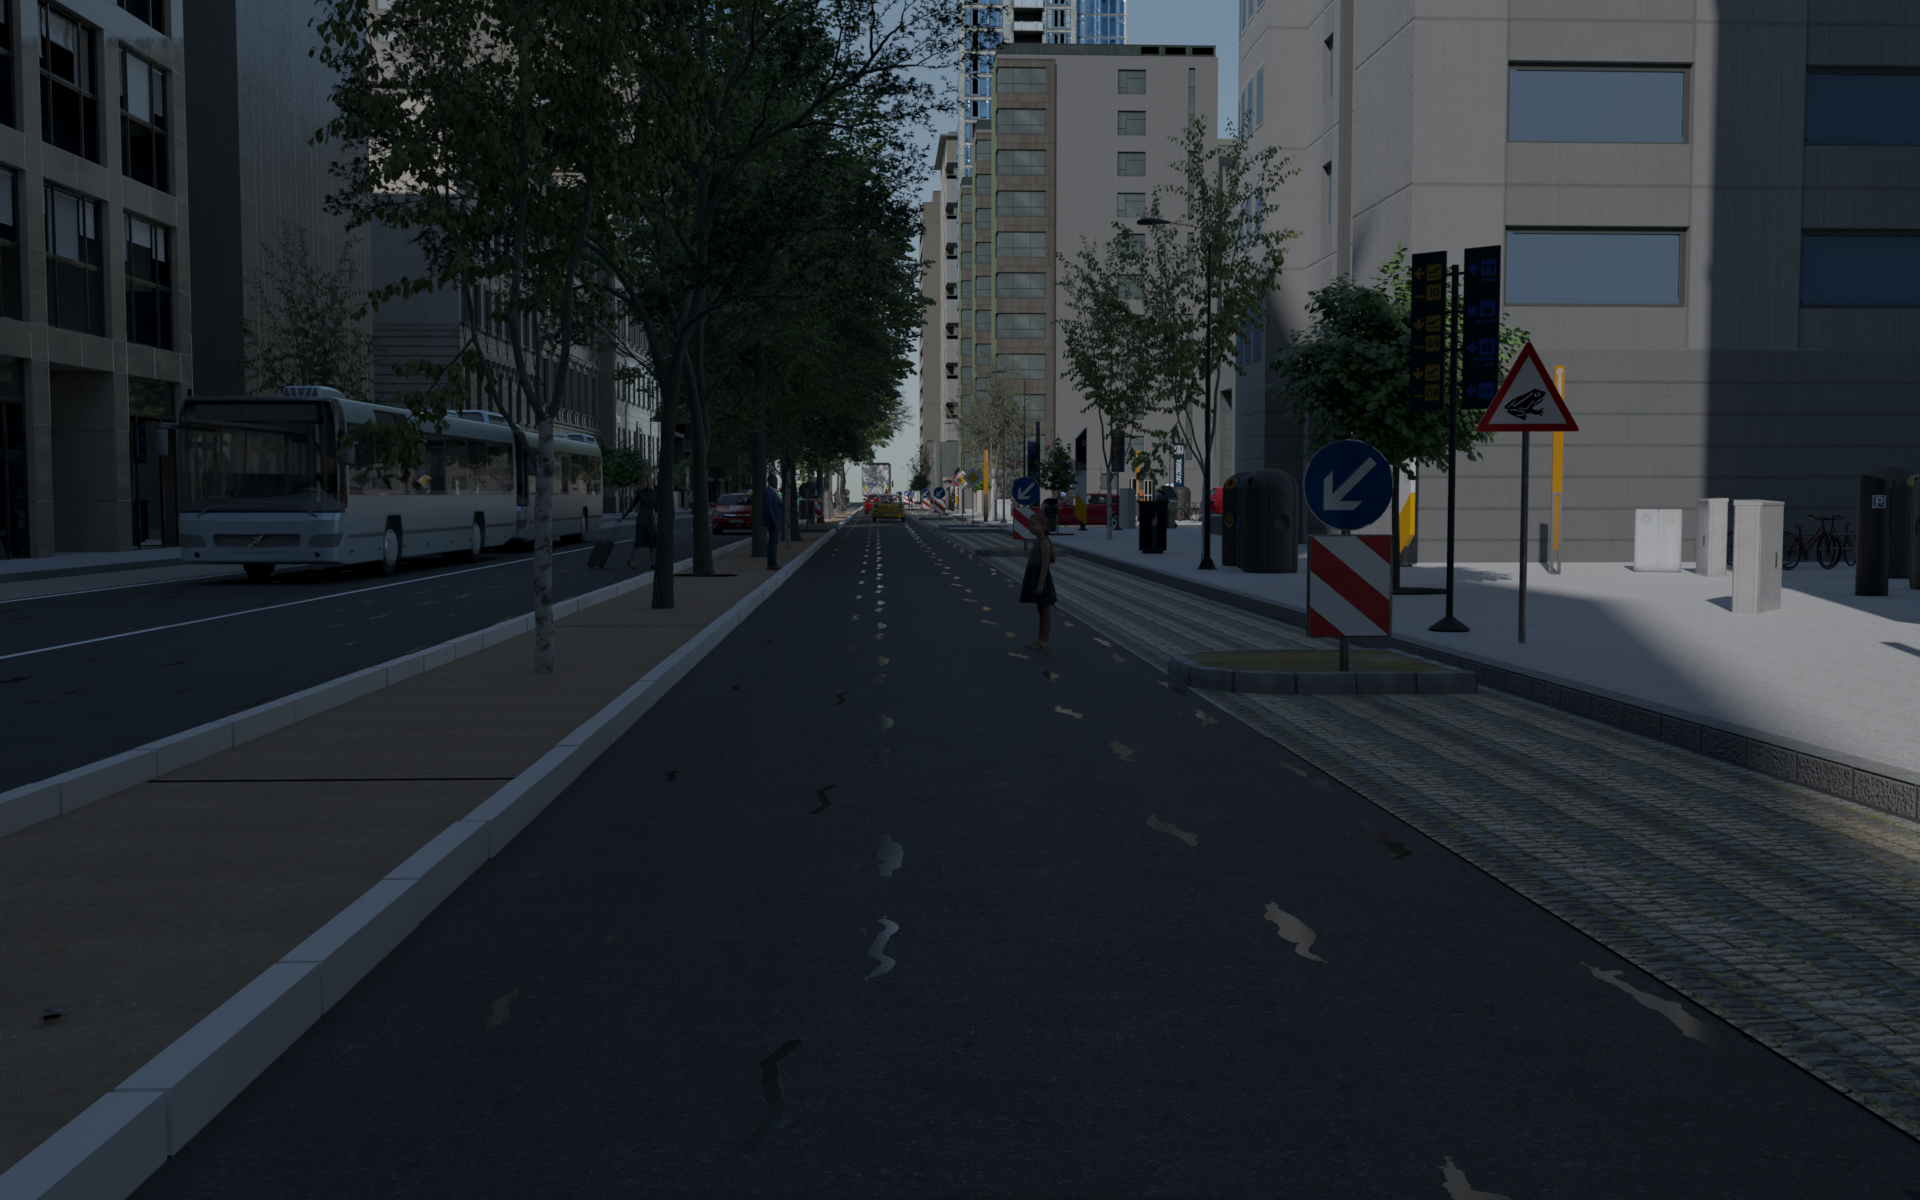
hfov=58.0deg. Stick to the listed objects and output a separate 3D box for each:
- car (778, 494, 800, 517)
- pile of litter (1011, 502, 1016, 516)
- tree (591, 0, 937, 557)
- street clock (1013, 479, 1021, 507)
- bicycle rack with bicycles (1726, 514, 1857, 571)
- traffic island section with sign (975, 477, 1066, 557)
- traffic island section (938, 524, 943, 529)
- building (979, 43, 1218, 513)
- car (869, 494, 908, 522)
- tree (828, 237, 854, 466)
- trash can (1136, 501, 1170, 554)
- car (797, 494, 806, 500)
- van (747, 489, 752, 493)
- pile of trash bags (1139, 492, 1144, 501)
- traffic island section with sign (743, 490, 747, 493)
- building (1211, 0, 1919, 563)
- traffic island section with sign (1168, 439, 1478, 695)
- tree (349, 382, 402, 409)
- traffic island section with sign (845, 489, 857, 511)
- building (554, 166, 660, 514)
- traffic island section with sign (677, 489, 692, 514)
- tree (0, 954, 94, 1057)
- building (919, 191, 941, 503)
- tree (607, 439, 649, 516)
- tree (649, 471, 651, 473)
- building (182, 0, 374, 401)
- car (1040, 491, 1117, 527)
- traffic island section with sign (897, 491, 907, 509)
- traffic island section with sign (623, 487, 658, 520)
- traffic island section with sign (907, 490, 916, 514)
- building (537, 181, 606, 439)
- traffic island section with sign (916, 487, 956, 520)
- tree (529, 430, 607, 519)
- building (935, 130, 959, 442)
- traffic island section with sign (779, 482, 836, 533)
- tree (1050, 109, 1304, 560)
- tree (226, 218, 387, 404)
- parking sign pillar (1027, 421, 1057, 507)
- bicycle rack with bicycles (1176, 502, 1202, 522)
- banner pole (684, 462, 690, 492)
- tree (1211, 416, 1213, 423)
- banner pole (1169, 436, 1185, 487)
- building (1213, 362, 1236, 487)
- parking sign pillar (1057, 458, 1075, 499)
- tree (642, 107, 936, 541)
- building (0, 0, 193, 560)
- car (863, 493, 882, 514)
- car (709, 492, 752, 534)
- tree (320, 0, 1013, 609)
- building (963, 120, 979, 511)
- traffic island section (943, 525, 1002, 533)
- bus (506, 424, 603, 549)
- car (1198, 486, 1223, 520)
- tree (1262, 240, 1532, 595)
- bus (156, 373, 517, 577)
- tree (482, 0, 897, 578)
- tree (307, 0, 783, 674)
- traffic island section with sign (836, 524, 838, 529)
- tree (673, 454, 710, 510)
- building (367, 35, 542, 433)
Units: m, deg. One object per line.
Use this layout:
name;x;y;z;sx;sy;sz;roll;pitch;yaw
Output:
car;-10.990;-6.148;109.322;1.959;1.807;4.718;0;4;-4
pile of litter;3.269;-5.261;99.987;1.176;0.858;1.719;0;4;5
tree;-4.409;-7.212;38.495;7.486;12.596;7.792;0;3;0
street clock;2.761;-4.734;81.976;0.358;2.002;0.471;-3;5;-41
bicycle rack with bicycles;14.627;-1.041;30.398;2.925;0.926;2.852;-1;4;-19
traffic island section with sign;1.363;-1.933;40.236;1.989;1.847;2.006;0;4;-3
traffic island section;0.124;-3.096;72.905;2.009;0.180;2.903;0;4;-3
building;8.956;-21.006;115.155;14.160;30.474;14.107;0;4;-3
car;-3.708;-4.876;89.942;2.015;1.641;3.980;0;4;-3
tree;-4.526;-5.634;44.932;4.737;8.622;4.395;0;3;0
trash can;4.171;-1.577;37.441;0.748;1.137;0.748;0;3;0
car;-18.998;-11.748;203.882;2.131;1.459;4.920;0;4;-3
van;-16.597;-8.170;140.582;2.013;2.044;4.112;0;4;-1
pile of trash bags;8.823;-5.252;95.622;3.447;1.369;1.912;3;5;44
traffic island section with sign;-21.152;-9.954;171.380;1.989;1.847;2.006;0;4;-3
building;18.138;-30.764;44.992;21.231;58.520;28.212;0;4;-3
traffic island section with sign;2.653;-0.282;13.234;1.989;1.847;2.006;0;4;-3
tree;-17.537;-4.095;50.670;4.285;4.588;4.351;0;3;0
traffic island section with sign;-9.709;-8.513;147.320;2.006;1.907;1.989;0;4;-3
building;-28.737;-20.010;124.425;12.463;27.353;25.104;0;4;-3
traffic island section with sign;-18.785;-6.917;121.723;1.989;1.847;2.006;0;4;-3
tree;-3.044;-5.598;4.352;12.009;13.543;11.850;0;3;0
building;4.529;-39.642;271.851;21.300;48.544;21.600;0;4;-3
tree;-19.330;-6.523;90.364;4.285;4.588;4.351;0;3;0
tree;-20.003;-7.269;102.559;4.285;4.588;4.351;0;3;0
building;-35.232;-14.387;54.287;30.058;24.678;14.314;0;4;-3
car;4.731;-3.642;68.579;4.494;1.783;2.155;0;4;-2
traffic island section with sign;-4.953;-9.990;171.970;1.989;1.847;2.006;0;4;-3
traffic island section with sign;-17.490;-5.270;94.799;1.989;1.847;2.006;0;4;-3
traffic island section with sign;-2.551;-6.930;121.930;1.989;1.847;2.006;0;4;-3
building;-27.911;-16.229;101.498;11.583;22.565;21.152;0;4;-3
traffic island section with sign;-1.253;-5.283;95.006;1.989;1.847;2.006;0;4;-3
tree;-19.101;-5.850;79.363;4.285;4.588;4.351;0;3;0
building;11.085;-40.261;247.506;28.713;52.752;27.495;0;4;-3
traffic island section with sign;-5.760;-3.470;64.869;2.006;1.907;1.989;0;4;-3
tree;4.565;-5.073;33.298;4.737;8.622;4.395;0;3;0
tree;-17.188;-5.862;46.211;4.360;8.622;3.978;0;3;0
parking sign pillar;2.721;-4.581;63.365;1.447;3.967;1.447;0;4;1
bicycle rack with bicycles;11.530;-4.167;81.518;2.925;0.926;2.852;-1;4;-14
banner pole;-21.551;-8.956;136.455;0.401;3.779;0.863;2;4;33
tree;17.001;-9.463;105.082;4.360;8.622;3.978;0;3;0
banner pole;9.215;-5.149;74.206;0.863;3.779;0.401;1;4;16
building;28.730;-47.275;85.619;31.000;86.520;22.319;0;4;-3
parking sign pillar;5.789;-6.595;96.306;1.447;3.967;1.447;1;4;21
tree;-5.143;-8.756;52.265;9.857;13.997;8.962;0;3;0
building;-27.575;-13.452;24.455;19.350;26.468;34.151;0;4;-3
car;-5.980;-7.101;125.142;2.155;1.783;4.494;0;4;-1
car;-8.025;-3.292;62.870;2.155;1.783;4.494;0;4;-5
tree;-3.712;-5.141;20.931;8.767;10.594;7.601;0;4;-3
building;7.873;-22.354;137.195;14.160;30.474;14.107;0;4;-3
traffic island section;0.506;-2.608;64.929;2.009;0.180;2.903;0;4;-3
bus;-12.051;-3.211;47.354;2.948;3.499;13.247;0;4;-3
car;12.091;-3.663;68.570;5.304;1.827;2.281;0;4;-3
tree;5.700;-2.382;22.666;4.285;4.588;4.351;0;3;0
bus;-11.198;-2.322;32.832;2.948;3.499;13.247;0;4;-2
tree;-4.556;-6.208;29.716;9.928;11.665;9.643;0;3;0
tree;-3.360;-3.728;13.770;4.737;8.622;4.395;0;3;0
traffic island section with sign;-6.104;-3.922;72.268;2.006;1.907;1.989;0;4;-3
tree;-22.046;-9.637;141.278;4.285;4.588;4.351;0;3;0
building;-26.223;-14.231;81.830;9.793;20.994;18.267;0;4;-3
